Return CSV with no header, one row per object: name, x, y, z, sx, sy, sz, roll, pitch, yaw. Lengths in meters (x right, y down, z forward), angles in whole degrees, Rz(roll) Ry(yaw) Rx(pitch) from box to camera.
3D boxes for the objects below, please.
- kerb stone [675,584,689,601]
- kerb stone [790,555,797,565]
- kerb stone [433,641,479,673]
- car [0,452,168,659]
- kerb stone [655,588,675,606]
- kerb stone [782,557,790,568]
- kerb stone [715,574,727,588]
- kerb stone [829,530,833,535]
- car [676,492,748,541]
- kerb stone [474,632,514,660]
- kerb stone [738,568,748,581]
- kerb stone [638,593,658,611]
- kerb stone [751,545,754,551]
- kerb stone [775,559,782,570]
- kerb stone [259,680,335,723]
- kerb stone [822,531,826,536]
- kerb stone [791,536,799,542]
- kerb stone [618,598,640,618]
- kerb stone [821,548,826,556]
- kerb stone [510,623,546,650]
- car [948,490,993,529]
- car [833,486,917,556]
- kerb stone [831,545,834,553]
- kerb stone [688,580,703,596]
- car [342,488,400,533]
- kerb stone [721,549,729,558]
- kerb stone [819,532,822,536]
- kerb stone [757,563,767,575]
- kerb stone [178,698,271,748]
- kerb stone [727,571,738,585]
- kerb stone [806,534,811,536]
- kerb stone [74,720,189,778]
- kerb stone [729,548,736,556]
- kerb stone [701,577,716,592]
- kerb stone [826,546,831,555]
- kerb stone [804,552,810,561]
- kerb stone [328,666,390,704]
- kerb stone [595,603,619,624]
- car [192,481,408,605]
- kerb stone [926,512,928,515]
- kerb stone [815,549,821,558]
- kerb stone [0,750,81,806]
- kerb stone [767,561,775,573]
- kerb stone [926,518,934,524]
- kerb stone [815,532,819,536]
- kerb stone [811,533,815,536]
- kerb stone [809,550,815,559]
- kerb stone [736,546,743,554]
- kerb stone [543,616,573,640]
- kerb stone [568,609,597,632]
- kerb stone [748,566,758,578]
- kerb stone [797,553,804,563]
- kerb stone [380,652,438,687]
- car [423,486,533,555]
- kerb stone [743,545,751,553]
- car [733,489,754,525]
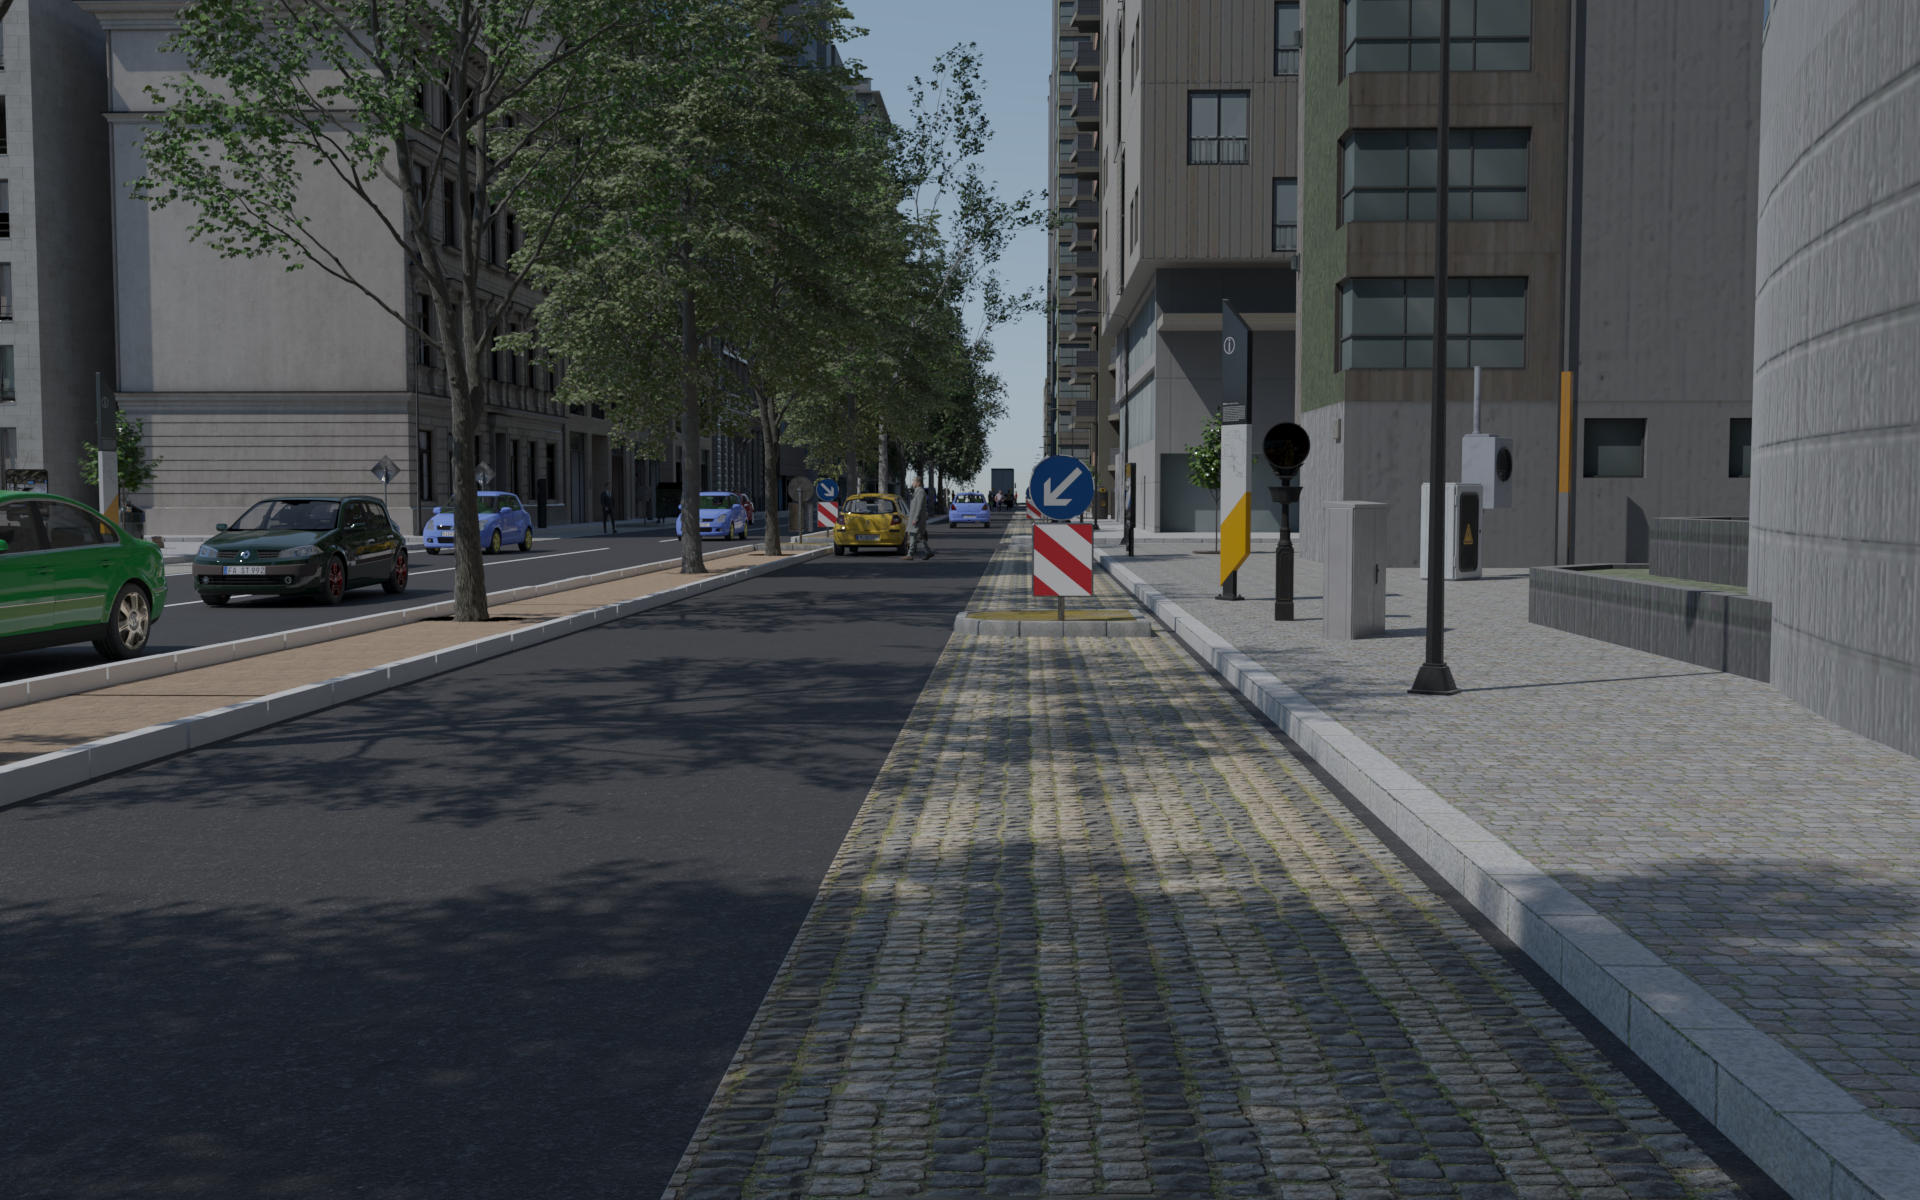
kerb stone,-3.879,-0.077,23.574,0.120,0.150,1.000,0,4,2
kerb stone,-3.459,-0.768,34.818,0.120,0.150,1.000,0,4,2
kerb stone,-4.223,0.480,14.345,0.120,0.150,1.000,0,4,2
car,-8.120,-0.301,13.721,1.959,1.807,4.718,0,4,2
kerb stone,-3.910,-0.021,22.547,0.120,0.150,1.000,0,4,2
kerb stone,-3.488,-0.705,33.796,0.120,0.150,1.000,0,4,2
kerb stone,-3.768,-0.272,26.639,0.120,0.150,1.000,0,4,2
kerb stone,-4.607,-2.312,59.996,0.120,0.150,1.000,0,4,2
car,-7.720,-2.717,54.011,1.945,1.707,3.694,0,4,3
kerb stone,-4.191,0.417,15.371,0.120,0.150,1.000,0,4,2
kerb stone,-3.686,-0.397,28.682,0.120,0.150,1.000,0,4,2
kerb stone,-3.952,0.046,21.520,0.120,0.150,1.000,0,4,2
kerb stone,-5.246,-1.278,43.089,0.120,0.150,1.000,0,4,2
kerb stone,-3.540,-0.642,32.770,0.120,0.150,1.000,0,4,2
kerb stone,-4.344,0.668,11.276,0.120,0.150,1.000,0,4,2
kerb stone,-4.688,-2.187,57.950,0.120,0.150,1.000,0,4,2
kerb stone,-4.930,-1.811,51.806,0.120,0.150,1.000,0,4,2
kerb stone,-3.989,0.104,20.491,0.120,0.150,1.000,0,4,2
kerb stone,-3.265,-1.085,39.928,0.120,0.150,1.000,0,4,2
kerb stone,-4.143,0.358,16.392,0.120,0.150,1.000,0,4,2
car,0.431,-3.900,73.362,1.945,1.707,3.694,0,4,2
car,-1.987,-1.923,41.669,2.015,1.641,3.980,0,4,4
kerb stone,-3.184,-1.200,41.981,0.120,0.150,1.000,0,4,2
kerb stone,-3.842,-0.146,24.596,0.120,0.150,1.000,0,4,2
car,-12.050,-1.418,32.979,2.009,1.686,4.222,0,4,1
kerb stone,-5.400,-1.026,38.977,0.120,0.150,1.000,0,4,2
kerb stone,-4.727,-2.124,56.929,0.120,0.150,1.000,0,4,2
kerb stone,-3.602,-0.522,30.726,0.120,0.150,1.000,0,4,2
kerb stone,-4.376,0.730,10.254,0.120,0.150,1.000,0,4,2
kerb stone,-3.728,-0.330,27.661,0.120,0.150,1.000,0,4,2
kerb stone,-4.840,-1.937,53.865,0.120,0.150,1.000,0,4,2
kerb stone,-4.423,0.793,9.230,0.120,0.150,1.000,0,4,2
kerb stone,-5.370,-1.089,39.999,0.120,0.150,1.000,0,4,2
kerb stone,-3.800,-0.209,25.617,0.120,0.150,1.000,0,4,2
kerb stone,-3.226,-1.142,40.950,0.120,0.150,1.000,0,4,2
kerb stone,-3.379,-0.897,36.861,0.120,0.150,1.000,0,4,2
kerb stone,-4.307,0.608,12.298,0.120,0.150,1.000,0,4,2
kerb stone,-4.033,0.167,19.461,0.120,0.150,1.000,0,4,2
car,-8.920,-0.848,23.656,2.009,1.686,4.222,0,4,0
kerb stone,-2.183,-6.259,124.558,0.120,0.150,1.000,0,4,2
kerb stone,-3.302,-1.022,38.906,0.120,0.150,1.000,0,4,2
kerb stone,-4.455,0.856,8.207,0.120,0.150,1.000,0,4,2
kerb stone,-3.570,-0.584,31.747,0.120,0.150,1.000,0,4,2
kerb stone,-1.512,-3.937,86.573,0.120,0.150,1.000,0,4,2
kerb stone,-4.766,-2.058,55.908,0.120,0.150,1.000,0,4,2
kerb stone,-4.808,-1.999,54.887,0.120,0.150,1.000,0,4,2
kerb stone,-3.345,-0.956,37.883,0.120,0.150,1.000,0,4,2
kerb stone,-5.331,-1.152,41.028,0.120,0.150,1.000,0,4,2
kerb stone,-4.108,0.295,17.414,0.120,0.150,1.000,0,4,2
kerb stone,-4.072,0.230,18.436,0.120,0.150,1.000,0,4,2
kerb stone,-3.645,-0.457,29.704,0.120,0.150,1.000,0,4,2
kerb stone,-3.414,-0.834,35.839,0.120,0.150,1.000,0,4,2
kerb stone,-4.262,0.543,13.324,0.120,0.150,1.000,0,4,2
car,-11.708,-1.990,42.121,1.945,1.707,3.694,0,4,4
kerb stone,-5.283,-1.215,42.059,0.120,0.150,1.000,0,4,2
car,-10.602,-4.306,79.450,2.155,1.783,4.494,0,4,3
